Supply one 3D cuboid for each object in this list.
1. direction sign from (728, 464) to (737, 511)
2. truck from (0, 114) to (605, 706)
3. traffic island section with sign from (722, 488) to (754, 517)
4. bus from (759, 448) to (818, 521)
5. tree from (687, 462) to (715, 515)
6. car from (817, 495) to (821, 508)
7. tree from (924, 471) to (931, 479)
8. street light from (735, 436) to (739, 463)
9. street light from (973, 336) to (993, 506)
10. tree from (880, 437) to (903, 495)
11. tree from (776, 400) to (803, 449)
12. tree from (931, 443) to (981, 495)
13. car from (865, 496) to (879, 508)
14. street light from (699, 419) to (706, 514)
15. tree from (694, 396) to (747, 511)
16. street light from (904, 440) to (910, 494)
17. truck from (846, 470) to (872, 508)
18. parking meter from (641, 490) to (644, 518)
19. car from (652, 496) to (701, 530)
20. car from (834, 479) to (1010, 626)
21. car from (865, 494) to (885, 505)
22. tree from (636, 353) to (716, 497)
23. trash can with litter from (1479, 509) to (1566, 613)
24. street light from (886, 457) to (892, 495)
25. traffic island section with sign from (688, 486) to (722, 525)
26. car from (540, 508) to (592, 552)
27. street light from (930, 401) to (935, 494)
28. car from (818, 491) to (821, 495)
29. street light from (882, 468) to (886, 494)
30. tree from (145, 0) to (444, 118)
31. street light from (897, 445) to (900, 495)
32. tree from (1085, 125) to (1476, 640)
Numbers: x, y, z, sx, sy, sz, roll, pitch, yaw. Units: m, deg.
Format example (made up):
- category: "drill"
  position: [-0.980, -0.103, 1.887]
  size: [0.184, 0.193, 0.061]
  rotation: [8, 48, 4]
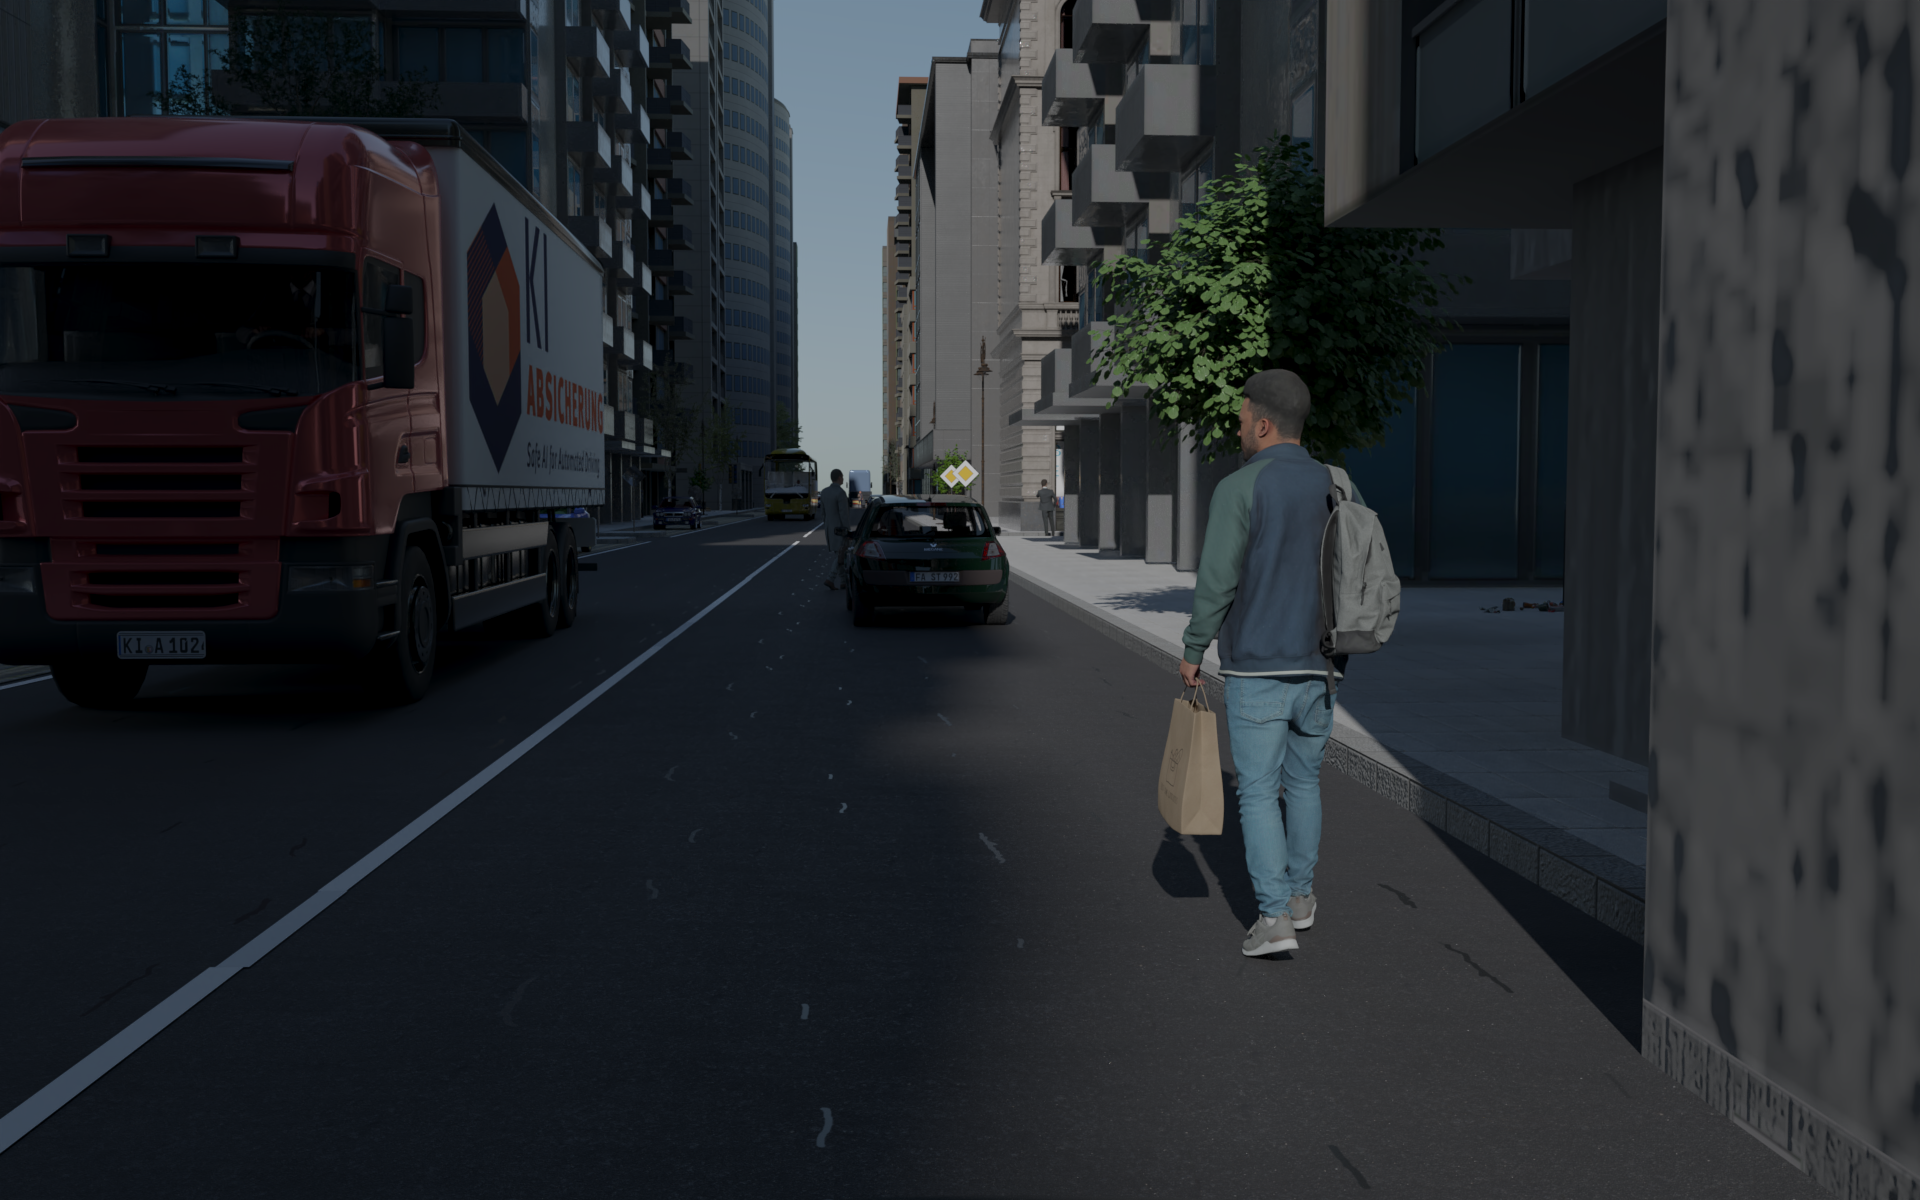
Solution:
- category: "direction sign"
  position: [-17.317, -8.564, 132.010]
  size: [0.379, 3.537, 0.876]
  rotation: [3, 4, 37]
- category: "truck"
  position: [-5.103, -1.607, 15.183]
  size: [2.839, 4.237, 11.283]
  rotation: [0, 4, -4]
- category: "traffic island section with sign"
  position: [-13.868, -6.079, 108.025]
  size: [1.989, 1.847, 2.006]
  rotation: [0, 4, -3]
- category: "bus"
  position: [-9.418, -6.450, 97.006]
  size: [2.896, 3.916, 12.252]
  rotation: [0, 4, -3]
- category: "tree"
  position: [-15.648, -6.739, 104.792]
  size: [1.663, 3.219, 1.824]
  rotation: [0, 3, 0]
- category: "car"
  position: [-12.761, -8.570, 152.694]
  size: [1.945, 1.354, 3.894]
  rotation: [0, 4, -4]
- category: "tree"
  position: [-0.466, -4.791, 72.935]
  size: [1.663, 3.219, 1.824]
  rotation: [0, 3, 0]
- category: "street light"
  position: [-17.390, -9.942, 135.343]
  size: [0.468, 5.910, 1.993]
  rotation: [0, 4, -3]
- category: "street light"
  position: [0.671, -4.764, 50.685]
  size: [0.468, 5.910, 1.993]
  rotation: [0, 4, -3]
- category: "tree"
  position: [-8.013, -16.541, 220.802]
  size: [4.360, 8.622, 3.978]
  rotation: [0, 3, 0]
- category: "tree"
  position: [-22.576, -17.827, 209.592]
  size: [7.486, 12.596, 7.792]
  rotation: [0, 3, 0]
- category: "tree"
  position: [-0.039, -4.342, 65.587]
  size: [1.663, 3.219, 1.824]
  rotation: [0, 3, 0]
- category: "car"
  position: [-5.164, -6.078, 111.958]
  size: [1.945, 1.354, 3.894]
  rotation: [0, 4, -1]
- category: "street light"
  position: [-15.850, -8.200, 106.854]
  size: [0.468, 5.910, 1.993]
  rotation: [0, 4, -3]
- category: "tree"
  position: [-17.778, -10.885, 128.325]
  size: [4.737, 8.622, 4.395]
  rotation: [0, 3, 0]
- category: "street light"
  position: [-4.089, -9.845, 133.761]
  size: [0.468, 5.910, 1.993]
  rotation: [0, 4, -3]
- category: "truck"
  position: [-10.700, -12.101, 187.609]
  size: [2.967, 4.110, 18.799]
  rotation: [0, 4, -5]
- category: "parking meter"
  position: [-17.103, -5.148, 92.575]
  size: [0.372, 1.533, 0.369]
  rotation: [0, 3, 0]
- category: "car"
  position: [-11.472, -3.533, 70.337]
  size: [1.945, 1.354, 3.894]
  rotation: [0, 4, -4]
- category: "car"
  position: [-0.455, -0.640, 20.252]
  size: [2.009, 1.686, 4.222]
  rotation: [0, 4, -5]
- category: "car"
  position: [-5.795, -6.819, 123.500]
  size: [2.014, 1.417, 4.499]
  rotation: [0, 4, -3]
- category: "tree"
  position: [-15.099, -8.615, 91.219]
  size: [4.360, 8.622, 3.978]
  rotation: [0, 3, 0]
- category: "trash can with litter"
  position: [6.580, -0.506, 19.325]
  size: [2.233, 1.210, 1.678]
  rotation: [-2, 4, -26]
- category: "street light"
  position: [-8.409, -14.514, 210.097]
  size: [0.468, 5.910, 1.993]
  rotation: [0, 4, -3]
- category: "traffic island section with sign"
  position: [-12.293, -4.402, 80.594]
  size: [1.989, 1.847, 2.006]
  rotation: [0, 4, -3]
- category: "car"
  position: [-9.845, -1.936, 41.247]
  size: [1.945, 1.707, 3.694]
  rotation: [0, 4, -3]
- category: "street light"
  position: [-1.276, -6.908, 85.728]
  size: [0.468, 5.910, 1.993]
  rotation: [0, 4, -3]
- category: "car"
  position: [-16.295, -12.118, 206.794]
  size: [2.281, 1.827, 5.304]
  rotation: [0, 4, -4]
- category: "street light"
  position: [-10.371, -16.572, 243.732]
  size: [0.468, 5.910, 1.993]
  rotation: [0, 4, -3]
- category: "tree"
  position: [-12.494, -5.996, 32.444]
  size: [8.767, 10.594, 7.601]
  rotation: [1, 4, 15]
- category: "street light"
  position: [-5.720, -11.553, 161.676]
  size: [0.468, 5.910, 1.993]
  rotation: [0, 4, -3]
- category: "tree"
  position: [2.901, -1.944, 15.504]
  size: [4.285, 4.588, 4.351]
  rotation: [0, 3, 0]
